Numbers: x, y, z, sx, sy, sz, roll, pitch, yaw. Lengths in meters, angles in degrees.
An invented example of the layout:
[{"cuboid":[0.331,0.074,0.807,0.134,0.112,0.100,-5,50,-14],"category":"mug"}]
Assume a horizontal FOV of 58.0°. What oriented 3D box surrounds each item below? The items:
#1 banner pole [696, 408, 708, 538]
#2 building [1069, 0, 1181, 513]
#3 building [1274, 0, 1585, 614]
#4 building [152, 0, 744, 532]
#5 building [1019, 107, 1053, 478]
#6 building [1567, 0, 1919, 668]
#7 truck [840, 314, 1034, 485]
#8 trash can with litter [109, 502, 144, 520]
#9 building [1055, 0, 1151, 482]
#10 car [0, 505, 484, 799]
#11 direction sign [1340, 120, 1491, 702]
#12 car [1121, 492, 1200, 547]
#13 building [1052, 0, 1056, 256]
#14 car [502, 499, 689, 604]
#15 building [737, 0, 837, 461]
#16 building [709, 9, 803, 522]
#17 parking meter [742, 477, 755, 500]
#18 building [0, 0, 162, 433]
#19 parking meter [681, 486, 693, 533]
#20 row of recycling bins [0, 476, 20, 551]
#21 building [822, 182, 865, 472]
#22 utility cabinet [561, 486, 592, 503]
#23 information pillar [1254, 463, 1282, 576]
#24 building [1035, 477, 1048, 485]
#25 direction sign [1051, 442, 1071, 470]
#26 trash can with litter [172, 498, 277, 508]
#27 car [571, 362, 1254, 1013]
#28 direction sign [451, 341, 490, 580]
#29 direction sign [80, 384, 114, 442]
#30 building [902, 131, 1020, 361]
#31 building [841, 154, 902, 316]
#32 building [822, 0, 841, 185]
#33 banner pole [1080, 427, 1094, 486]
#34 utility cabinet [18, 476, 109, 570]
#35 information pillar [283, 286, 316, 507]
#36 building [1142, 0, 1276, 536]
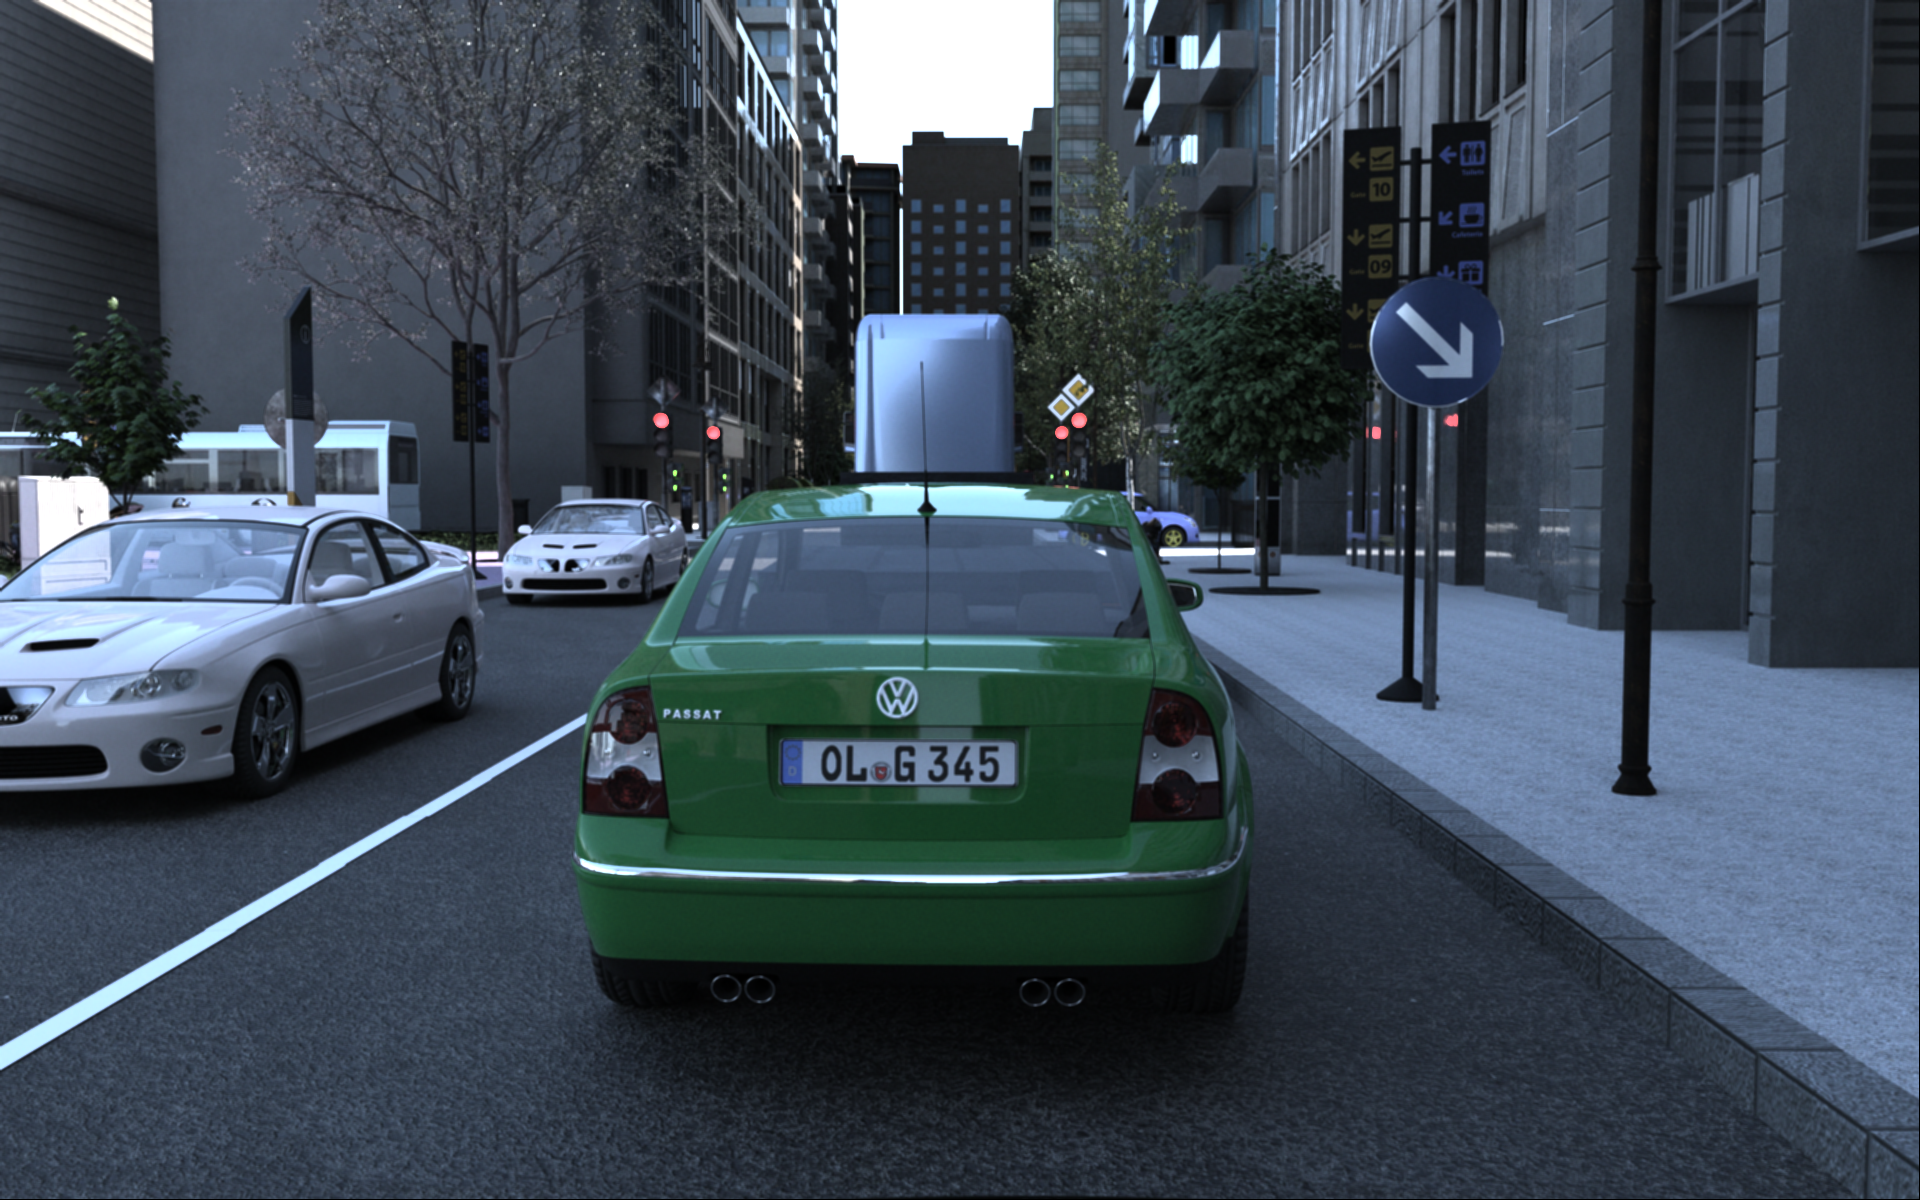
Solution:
[{"cuboid":[-7.530,-3.705,50.589,0.401,3.779,0.863,0,4,-6],"category":"banner pole"},{"cuboid":[18.209,-48.123,99.486,22.319,86.520,31.000,0,4,0],"category":"building"},{"cuboid":[12.581,-12.747,26.441,12.078,24.808,19.932,0,4,0],"category":"building"},{"cuboid":[-16.441,-16.446,62.406,14.314,27.812,24.014,0,4,0],"category":"building"},{"cuboid":[18.117,-36.485,220.223,21.600,48.544,21.300,0,4,0],"category":"building"},{"cuboid":[11.260,-13.699,1.479,11.434,29.767,29.804,0,4,0],"category":"building"},{"cuboid":[-0.259,-1.861,20.186,2.967,4.110,18.799,0,4,-1],"category":"truck"},{"cuboid":[-12.066,-0.805,24.544,1.055,1.170,0.624,2,4,24],"category":"trash can with litter"},{"cuboid":[14.394,-27.670,135.994,14.154,41.232,14.086,0,4,0],"category":"building"},{"cuboid":[-4.119,0.164,9.677,2.083,1.381,4.827,0,4,2],"category":"car"},{"cuboid":[2.801,-1.146,10.733,0.876,3.537,0.379,1,4,19],"category":"direction sign"},{"cuboid":[4.415,-2.183,45.286,3.694,1.707,1.945,0,4,2],"category":"car"},{"cuboid":[18.854,-37.601,156.781,21.231,58.520,28.212,0,4,0],"category":"building"},{"cuboid":[-4.970,-0.720,24.131,2.083,1.381,4.827,0,4,1],"category":"car"},{"cuboid":[-21.646,-31.717,138.184,23.786,49.044,30.456,0,4,0],"category":"building"},{"cuboid":[-19.648,-17.576,91.885,19.350,26.468,34.151,0,4,0],"category":"building"},{"cuboid":[-7.104,-3.207,58.144,0.399,1.863,0.255,1,4,18],"category":"parking meter"},{"cuboid":[-40.091,-16.483,56.883,23.554,28.519,14.401,0,4,0],"category":"building"},{"cuboid":[-8.922,-2.944,56.550,0.372,1.533,0.369,0,3,0],"category":"parking meter"},{"cuboid":[-21.979,-2.008,39.936,1.069,1.692,3.534,-1,4,-15],"category":"row of recycling bins"},{"cuboid":[-16.320,-23.826,161.255,14.160,30.474,14.107,0,4,0],"category":"building"},{"cuboid":[-10.685,-2.428,48.376,0.318,1.500,1.173,-3,5,-43],"category":"utility cabinet"},{"cuboid":[4.830,-1.386,27.161,0.304,2.012,0.304,-2,4,-24],"category":"information pillar"},{"cuboid":[24.221,-30.059,183.348,32.217,40.220,23.993,0,4,0],"category":"building"},{"cuboid":[4.329,-5.034,74.305,0.876,3.537,0.379,0,4,-8],"category":"direction sign"},{"cuboid":[-11.247,-0.981,27.100,1.678,1.210,2.233,1,4,20],"category":"trash can with litter"},{"cuboid":[-0.052,0.160,6.185,1.959,1.807,4.718,0,4,2],"category":"car"},{"cuboid":[-7.333,-2.081,26.026,0.379,3.537,0.876,1,4,20],"category":"direction sign"},{"cuboid":[-17.549,-2.660,35.483,0.379,3.537,0.876,2,4,33],"category":"direction sign"},{"cuboid":[0.150,-34.652,216.676,14.200,45.320,14.600,0,4,0],"category":"building"},{"cuboid":[-21.812,-34.677,221.589,28.867,44.769,22.147,0,4,0],"category":"building"},{"cuboid":[-24.737,-53.286,183.891,31.000,86.520,22.319,0,4,0],"category":"building"},{"cuboid":[4.791,-4.580,64.904,0.863,3.779,0.401,0,4,-2],"category":"banner pole"},{"cuboid":[-11.317,-0.811,21.945,0.318,1.500,1.173,1,4,16],"category":"utility cabinet"},{"cuboid":[-7.363,-1.713,19.357,0.183,3.616,0.504,0,4,8],"category":"information pillar"},{"cuboid":[21.766,-26.968,60.529,30.456,49.044,23.786,0,4,0],"category":"building"}]
